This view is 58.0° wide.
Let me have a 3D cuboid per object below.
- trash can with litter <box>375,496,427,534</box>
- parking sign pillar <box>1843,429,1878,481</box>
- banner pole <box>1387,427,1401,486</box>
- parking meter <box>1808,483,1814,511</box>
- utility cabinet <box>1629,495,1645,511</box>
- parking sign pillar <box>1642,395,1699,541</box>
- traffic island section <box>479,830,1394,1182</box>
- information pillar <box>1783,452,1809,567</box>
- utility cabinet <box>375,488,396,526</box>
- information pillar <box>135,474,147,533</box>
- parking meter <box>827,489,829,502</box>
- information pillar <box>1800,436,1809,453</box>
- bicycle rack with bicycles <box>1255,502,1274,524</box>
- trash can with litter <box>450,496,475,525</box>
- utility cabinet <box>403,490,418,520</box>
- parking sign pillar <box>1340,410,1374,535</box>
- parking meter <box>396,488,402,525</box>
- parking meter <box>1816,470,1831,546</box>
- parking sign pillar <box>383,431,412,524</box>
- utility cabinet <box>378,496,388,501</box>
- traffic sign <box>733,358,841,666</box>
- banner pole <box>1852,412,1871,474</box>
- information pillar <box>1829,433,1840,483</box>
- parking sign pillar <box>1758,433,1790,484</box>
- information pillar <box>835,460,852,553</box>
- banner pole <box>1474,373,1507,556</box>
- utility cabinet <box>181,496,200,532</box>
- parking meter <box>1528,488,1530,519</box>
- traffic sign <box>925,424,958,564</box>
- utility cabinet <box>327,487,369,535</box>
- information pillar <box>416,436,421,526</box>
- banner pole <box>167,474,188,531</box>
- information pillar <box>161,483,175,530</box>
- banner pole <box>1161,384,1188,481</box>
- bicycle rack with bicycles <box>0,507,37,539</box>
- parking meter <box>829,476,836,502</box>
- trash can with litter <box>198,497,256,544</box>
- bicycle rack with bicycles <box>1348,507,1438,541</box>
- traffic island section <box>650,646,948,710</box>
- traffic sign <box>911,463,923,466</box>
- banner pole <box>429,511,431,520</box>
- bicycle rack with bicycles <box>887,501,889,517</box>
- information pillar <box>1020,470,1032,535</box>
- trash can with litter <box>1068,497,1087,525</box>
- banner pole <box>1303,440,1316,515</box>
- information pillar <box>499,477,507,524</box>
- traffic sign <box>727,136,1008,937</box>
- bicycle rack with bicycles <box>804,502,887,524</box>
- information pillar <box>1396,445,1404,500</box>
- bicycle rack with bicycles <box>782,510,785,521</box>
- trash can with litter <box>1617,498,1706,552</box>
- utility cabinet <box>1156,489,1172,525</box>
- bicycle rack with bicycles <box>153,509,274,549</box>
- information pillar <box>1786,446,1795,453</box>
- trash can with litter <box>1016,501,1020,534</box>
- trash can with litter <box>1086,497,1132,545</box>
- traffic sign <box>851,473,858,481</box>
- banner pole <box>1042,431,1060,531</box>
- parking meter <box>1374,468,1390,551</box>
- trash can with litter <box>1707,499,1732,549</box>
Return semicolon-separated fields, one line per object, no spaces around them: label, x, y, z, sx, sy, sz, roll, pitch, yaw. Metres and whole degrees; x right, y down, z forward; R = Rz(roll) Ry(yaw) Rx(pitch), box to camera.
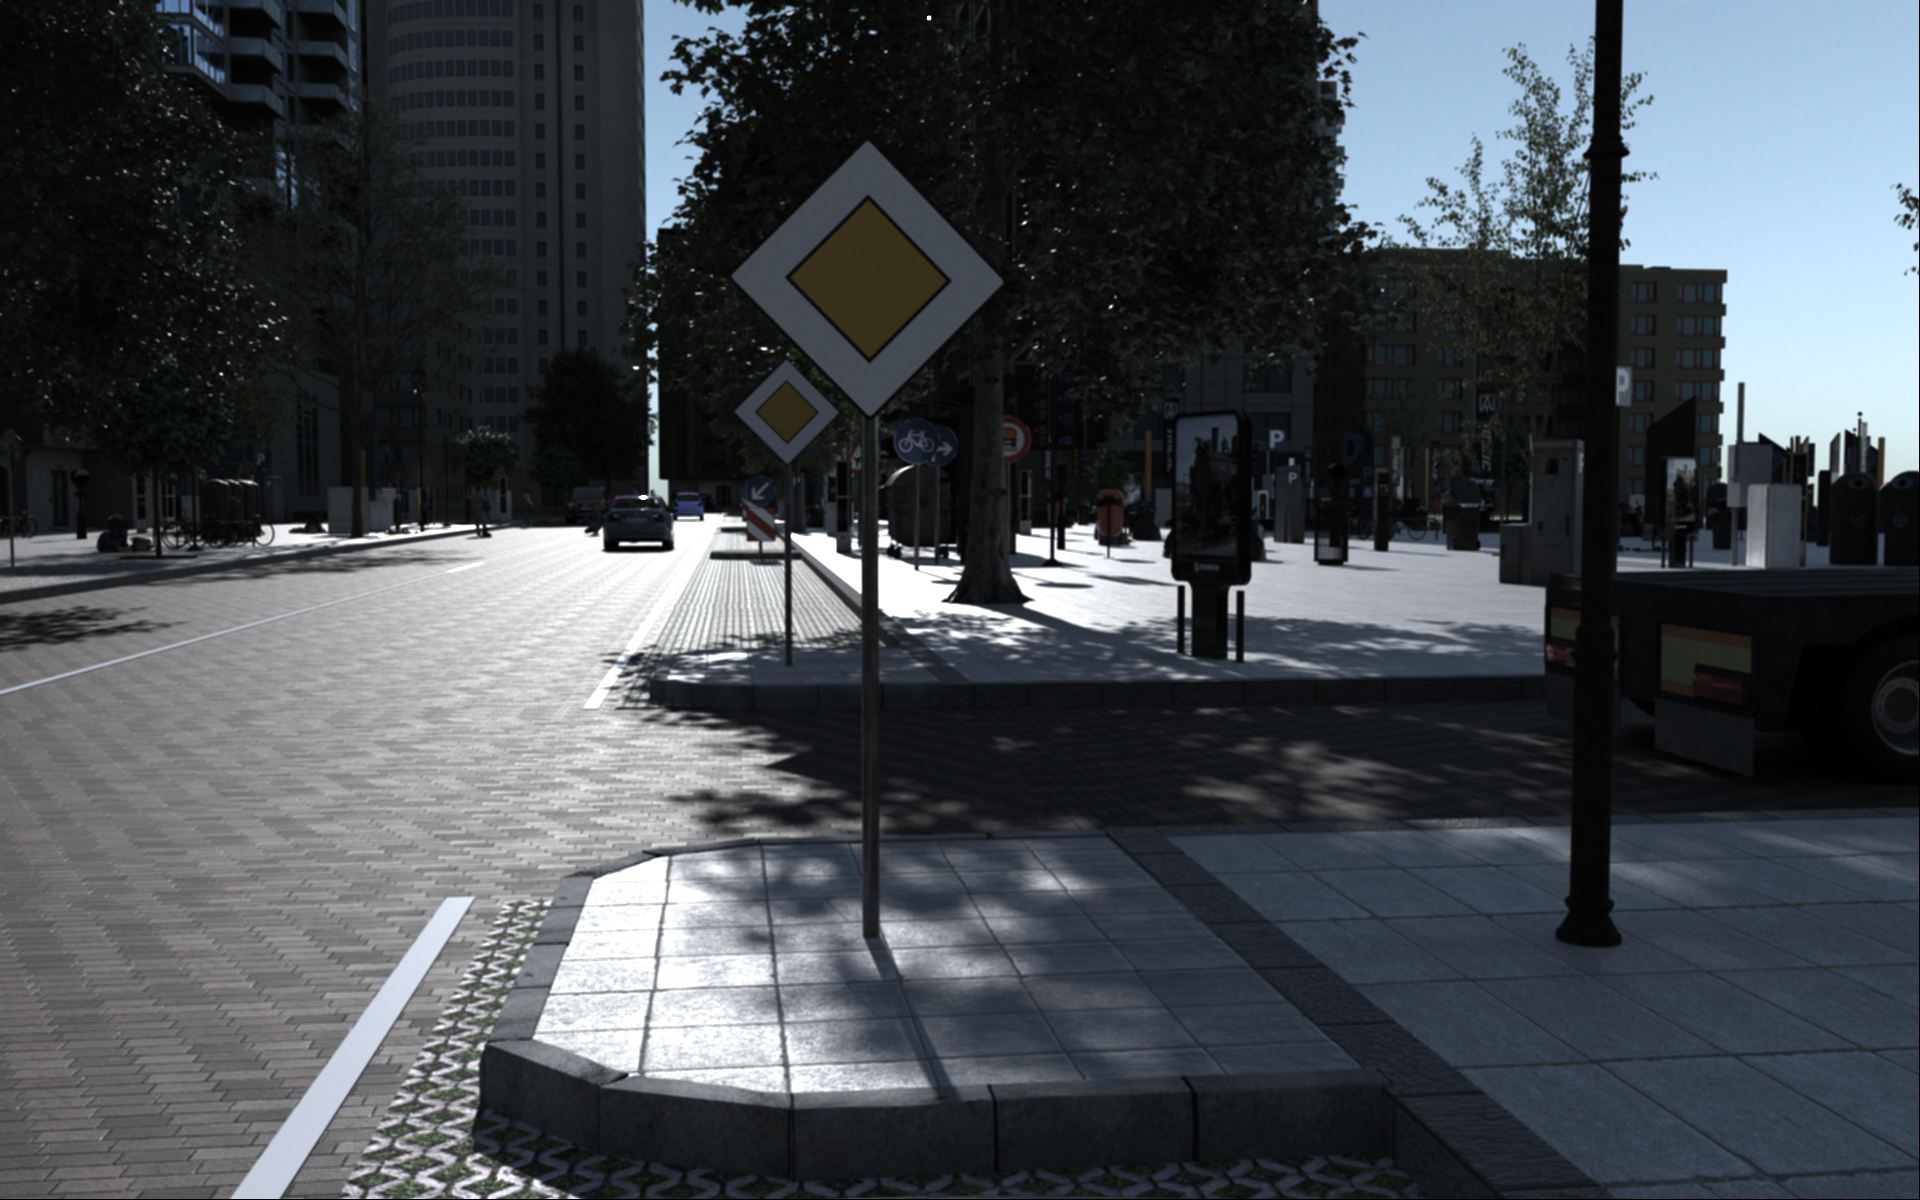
trash can with litter;-18.105;-2.764;56.251;1.678;1.210;2.233;-1;4;-11
parking sign pillar;37.452;-5.105;71.937;1.447;3.967;1.447;1;4;11
banner pole;16.172;-4.573;64.791;0.863;3.779;0.401;-2;4;-30
parking meter;46.302;-5.427;94.442;0.399;1.863;0.255;1;4;10
utility cabinet;36.305;-4.977;92.528;1.020;1.237;0.306;2;4;26
parking sign pillar;19.614;-3.624;47.721;1.447;3.967;1.447;3;5;40
traffic island section;-0.239;1.054;5.050;2.009;0.180;2.903;0;4;-7
information pillar;14.839;-1.606;30.748;0.304;2.012;0.304;1;4;11
utility cabinet;-22.873;-3.687;68.969;0.318;1.500;1.173;0;4;8
information pillar;-26.771;-3.188;56.611;0.304;2.012;0.304;-2;4;-27
parking meter;-6.371;-4.619;83.938;0.372;1.533;0.369;0;3;0
information pillar;34.150;-4.815;70.086;0.504;3.616;0.183;-2;4;-35
bicycle rack with bicycles;8.188;-2.519;54.570;2.925;0.926;2.852;-1;4;-23
trash can with litter;-20.872;-3.829;73.662;1.678;1.210;2.233;-2;4;-24
utility cabinet;-26.895;-4.668;84.999;0.318;1.500;1.173;1;4;22
parking sign pillar;12.556;-4.048;54.652;1.447;3.967;1.447;-1;4;-16
parking meter;-23.203;-3.851;71.376;0.372;1.533;0.369;0;3;0
parking meter;21.259;-2.258;42.622;0.255;1.863;0.399;1;4;21
parking sign pillar;-24.016;-5.196;73.419;1.447;3.967;1.447;-2;4;-33
utility cabinet;-20.698;-3.121;62.188;0.306;1.237;1.020;-1;4;-17
traffic sign;-1.284;-0.566;12.889;0.795;2.450;0.064;0;4;-7
banner pole;27.566;-3.851;52.987;0.863;3.779;0.401;-3;5;-43
information pillar;33.295;-4.563;65.960;0.504;3.616;0.183;-2;4;-28
parking sign pillar;35.479;-5.334;75.690;1.447;3.967;1.447;-3;5;-42
information pillar;-2.539;-2.039;37.822;0.304;2.012;0.304;0;4;7
banner pole;11.127;-2.822;36.160;0.401;3.779;0.863;-3;5;-42
utility cabinet;-24.779;-2.766;56.385;1.020;1.237;0.306;-2;4;-26
parking meter;22.782;-3.700;68.904;0.372;1.533;0.369;0;3;0
traffic sign;-0.424;-1.933;31.714;0.768;2.556;0.104;0;4;2
utility cabinet;-19.050;-2.768;53.932;1.173;1.500;0.318;-2;4;-29
information pillar;-21.940;-4.822;70.195;0.183;3.616;0.504;-2;4;-29
banner pole;-27.415;-4.328;60.784;0.863;3.779;0.401;-2;4;-23
information pillar;-28.503;-3.538;62.331;0.304;2.012;0.304;2;4;33
banner pole;4.941;-3.029;39.544;0.863;3.779;0.401;3;5;44
bicycle rack with bicycles;-27.846;-2.204;49.412;2.852;0.926;2.925;3;4;36
parking meter;-4.010;-3.061;55.763;0.399;1.863;0.255;1;4;18
trash can with litter;-19.394;-2.114;45.624;1.678;1.210;2.233;1;4;11
bicycle rack with bicycles;11.886;-2.157;48.641;2.925;0.926;2.852;-2;4;-28
traffic island section;-1.261;0.570;12.969;2.009;0.180;2.903;0;4;-7
traffic sign;-1.403;-3.485;56.984;0.884;2.594;0.081;0;4;0
banner pole;-25.800;-5.804;84.918;0.863;3.779;0.401;-3;5;-42
bicycle rack with bicycles;-3.180;-4.296;83.614;2.852;0.926;2.925;1;4;9
information pillar;2.045;-3.024;53.928;0.304;2.012;0.304;1;4;18
trash can with litter;4.842;-3.663;71.284;1.055;1.170;0.624;1;4;10
banner pole;16.373;-5.563;80.969;0.401;3.779;0.863;-3;5;-40
information pillar;-19.655;-4.282;74.501;0.304;2.012;0.304;-1;4;-18
traffic sign;-0.261;-0.081;4.969;0.795;2.450;0.064;0;4;-7
bicycle rack with bicycles;-5.279;-3.706;73.975;2.925;0.926;2.852;3;4;38
information pillar;20.883;-5.560;82.267;0.504;3.616;0.183;-3;5;-43
bicycle rack with bicycles;-6.612;-3.975;78.374;2.925;0.926;2.852;-1;4;-16
trash can with litter;15.383;-1.701;38.870;2.233;1.210;1.678;-1;4;-11
utility cabinet;8.494;-3.746;69.929;1.173;1.500;0.318;1;4;10
bicycle rack with bicycles;-18.113;-1.747;41.942;2.925;0.926;2.852;-3;5;-40
information pillar;40.649;-5.714;84.774;0.504;3.616;0.183;1;4;10
trash can with litter;1.758;-2.704;55.592;1.055;1.170;0.624;2;4;32
trash can with litter;3.801;-1.955;43.349;0.624;1.170;1.055;3;5;43
traffic sign;-4.498;-4.298;70.374;0.768;2.556;0.104;0;4;-5
banner pole;3.210;-4.279;59.986;0.863;3.779;0.401;1;4;17
parking meter;9.527;-2.043;39.117;0.255;1.863;0.399;0;4;1
trash can with litter;17.793;-1.776;40.425;0.624;1.170;1.055;2;4;27
